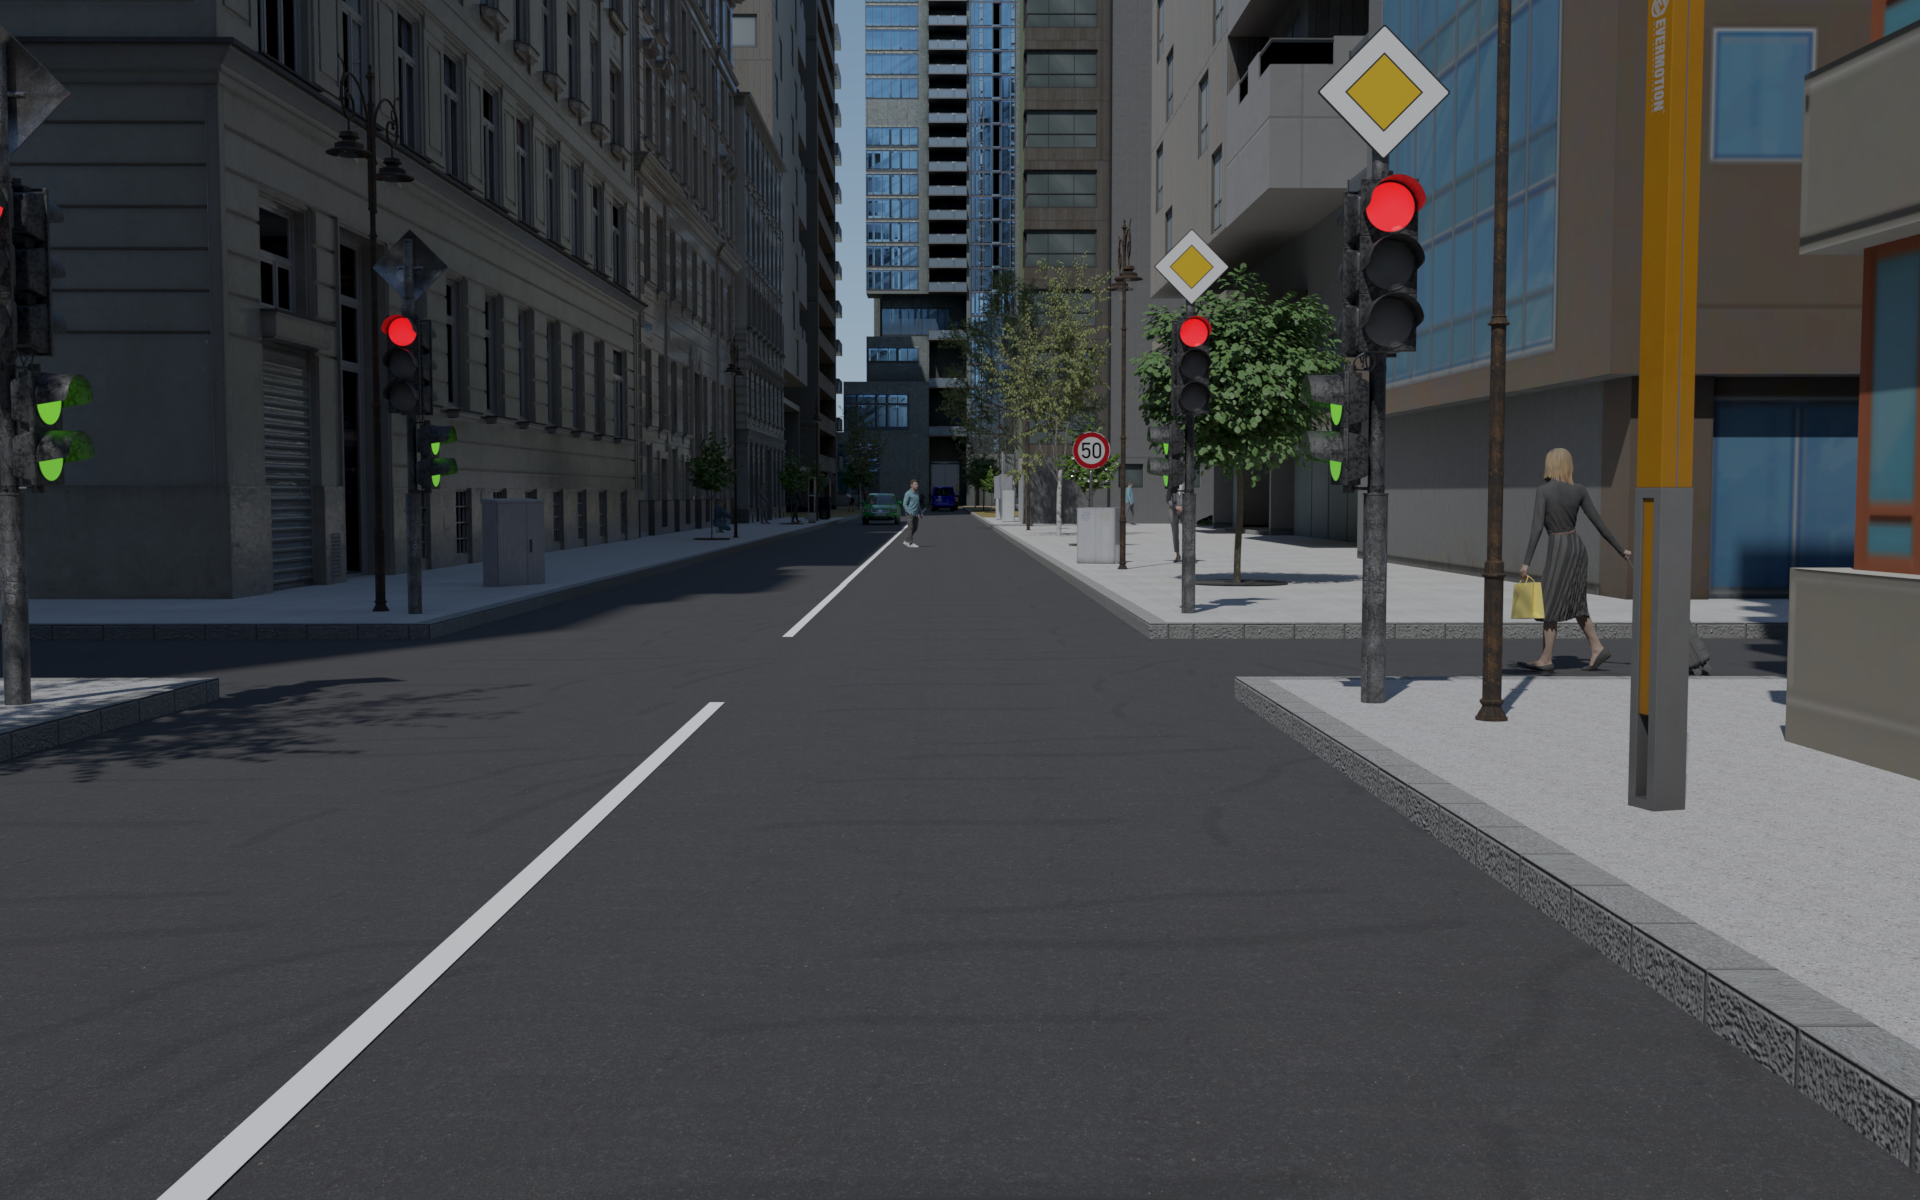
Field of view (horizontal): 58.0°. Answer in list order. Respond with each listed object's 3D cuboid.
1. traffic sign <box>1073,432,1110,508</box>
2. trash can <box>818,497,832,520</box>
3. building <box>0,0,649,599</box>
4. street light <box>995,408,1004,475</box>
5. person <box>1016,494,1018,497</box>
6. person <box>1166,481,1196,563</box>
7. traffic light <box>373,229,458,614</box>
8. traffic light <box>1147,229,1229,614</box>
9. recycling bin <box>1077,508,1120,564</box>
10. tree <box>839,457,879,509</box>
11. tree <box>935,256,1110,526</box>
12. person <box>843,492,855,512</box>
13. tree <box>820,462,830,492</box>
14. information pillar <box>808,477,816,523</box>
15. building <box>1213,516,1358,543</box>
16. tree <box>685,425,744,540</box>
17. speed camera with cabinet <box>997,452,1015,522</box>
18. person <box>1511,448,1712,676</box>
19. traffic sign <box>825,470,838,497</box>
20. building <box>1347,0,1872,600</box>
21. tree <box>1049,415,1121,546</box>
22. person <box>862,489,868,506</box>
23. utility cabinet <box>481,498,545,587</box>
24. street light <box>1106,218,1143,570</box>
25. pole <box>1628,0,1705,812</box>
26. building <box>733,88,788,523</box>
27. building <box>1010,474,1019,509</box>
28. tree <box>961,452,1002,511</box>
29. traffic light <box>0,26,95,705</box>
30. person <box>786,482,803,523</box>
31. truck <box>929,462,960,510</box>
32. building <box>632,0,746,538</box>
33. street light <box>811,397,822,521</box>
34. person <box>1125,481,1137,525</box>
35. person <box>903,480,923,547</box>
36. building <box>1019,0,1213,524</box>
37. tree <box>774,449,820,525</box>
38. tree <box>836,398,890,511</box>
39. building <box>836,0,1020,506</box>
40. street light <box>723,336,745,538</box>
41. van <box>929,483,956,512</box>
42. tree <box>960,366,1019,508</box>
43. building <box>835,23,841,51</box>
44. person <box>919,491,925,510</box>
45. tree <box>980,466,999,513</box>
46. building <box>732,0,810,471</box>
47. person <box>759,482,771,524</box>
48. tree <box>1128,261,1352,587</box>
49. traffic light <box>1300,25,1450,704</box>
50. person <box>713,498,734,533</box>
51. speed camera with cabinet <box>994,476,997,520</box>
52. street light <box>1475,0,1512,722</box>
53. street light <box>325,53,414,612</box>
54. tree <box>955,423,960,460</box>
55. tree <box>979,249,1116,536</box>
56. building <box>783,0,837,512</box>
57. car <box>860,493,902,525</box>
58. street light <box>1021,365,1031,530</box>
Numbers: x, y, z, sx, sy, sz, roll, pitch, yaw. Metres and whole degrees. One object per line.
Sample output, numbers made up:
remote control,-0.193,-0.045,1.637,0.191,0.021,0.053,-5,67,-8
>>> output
traffic sign,2.680,-2.160,35.423,0.768,2.556,0.104,0,4,0
trash can,-6.785,-4.598,86.837,0.748,1.137,0.748,0,3,0
building,-16.294,-12.311,34.563,16.112,22.955,30.059,0,4,-1
street light,2.132,-7.373,93.339,0.468,5.910,1.993,0,4,-1
person,5.152,-9.934,169.258,1.217,1.735,0.721,-2,4,-25
person,4.143,-1.596,32.417,0.520,1.790,0.573,0,4,-7
traffic light,-5.821,-1.805,18.439,0.839,4.253,0.868,0,4,-1
traffic light,2.440,-1.812,18.543,0.839,4.253,0.868,0,4,-1
recycling bin,2.591,-1.198,32.143,0.722,1.027,0.722,1,4,16
tree,-8.597,-10.000,147.214,4.285,4.588,4.351,0,3,0
tree,2.420,-8.202,68.521,7.601,10.594,8.767,0,4,8
person,-7.861,-6.935,122.616,0.799,1.438,0.628,-1,4,-15
tree,-7.601,-5.827,89.877,1.663,3.219,1.824,0,3,0
information pillar,-6.534,-4.408,76.567,0.304,2.012,0.304,1,4,8
building,20.715,-28.271,51.468,28.713,52.752,27.495,0,4,-1
tree,-6.839,-3.298,48.525,1.663,3.219,1.824,0,3,0
speed camera with cabinet,2.201,-5.266,80.430,0.660,3.252,2.038,0,4,-2
person,5.213,-0.315,13.861,1.509,1.804,0.699,1,4,20
traffic sign,-7.047,-5.750,94.015,0.884,2.594,0.081,1,4,8
building,14.714,-23.004,26.235,14.200,45.320,14.600,0,4,-1
tree,3.307,-2.944,42.740,1.663,3.219,1.824,0,3,0
person,-8.267,-8.874,151.855,0.721,1.743,1.217,-2,4,-32
utility cabinet,-6.261,-0.806,24.335,0.306,1.237,1.020,2,4,25
street light,2.770,-3.458,29.333,0.468,5.910,1.993,0,4,-1
pole,2.849,-0.804,6.987,0.158,3.312,0.155,0,3,0
building,-13.978,-14.354,83.831,9.793,20.994,18.267,0,4,-1
building,20.244,-28.343,155.289,32.217,40.220,23.993,0,4,-1
tree,1.836,-9.013,131.070,4.285,4.588,4.351,0,3,0
traffic light,-5.735,-1.317,10.454,0.839,4.253,0.868,0,4,-1
person,-7.204,-4.314,76.358,0.659,1.850,0.755,3,5,41
truck,-1.382,-10.208,155.814,2.839,4.237,11.283,0,4,-1
building,-15.129,-16.190,61.973,12.463,27.353,25.104,0,4,-1
street light,-6.847,-6.735,82.902,0.468,5.910,1.993,0,4,-1
person,6.946,-4.007,71.426,0.748,1.841,0.638,2,4,28
person,-1.319,-2.337,46.723,0.620,1.820,0.660,2,4,30
building,9.685,-18.904,80.779,14.160,30.474,14.107,0,4,-1
tree,-6.996,-4.814,73.315,1.663,3.219,1.824,0,3,0
tree,-7.565,-11.144,132.573,4.737,8.622,4.395,0,3,0
building,1.639,-53.554,188.286,31.000,86.520,22.319,0,4,-1
street light,-6.590,-4.768,50.740,0.468,5.910,1.993,0,4,-1
van,-1.432,-8.490,143.196,2.240,2.365,5.245,0,4,-3
tree,2.760,-8.967,96.974,4.360,8.622,3.978,0,3,0
building,-26.068,-32.734,154.816,30.456,49.044,23.786,0,4,-1
person,-3.647,-9.275,160.678,0.617,1.759,0.750,2,4,31
tree,2.063,-7.598,118.834,1.663,3.219,1.824,0,3,0
building,-23.763,-31.665,106.966,28.713,52.752,27.495,0,4,-1
person,-8.276,-4.116,73.606,0.573,1.790,0.520,-1,4,-23
tree,3.901,-2.495,24.514,4.285,4.588,4.351,0,3,0
traffic light,2.525,-1.323,10.558,0.839,4.253,0.868,0,4,-1
person,-7.931,-2.829,57.795,0.738,1.151,1.012,-2,4,-30
speed camera with cabinet,2.045,-5.595,85.810,0.660,3.252,2.038,0,4,6
street light,3.019,-2.255,9.660,0.468,5.910,1.993,0,4,-1
street light,-6.345,-2.814,18.795,0.468,5.910,1.993,0,4,-1
tree,1.487,-13.054,163.795,4.360,8.622,3.978,0,3,0
tree,2.911,-6.251,52.566,4.737,8.622,4.395,0,3,0
building,-20.801,-31.103,132.229,21.300,48.544,21.600,0,4,-1
car,-3.737,-4.503,82.417,1.959,1.807,4.718,0,4,-1
street light,2.416,-5.398,61.049,0.468,5.910,1.993,0,4,-1
